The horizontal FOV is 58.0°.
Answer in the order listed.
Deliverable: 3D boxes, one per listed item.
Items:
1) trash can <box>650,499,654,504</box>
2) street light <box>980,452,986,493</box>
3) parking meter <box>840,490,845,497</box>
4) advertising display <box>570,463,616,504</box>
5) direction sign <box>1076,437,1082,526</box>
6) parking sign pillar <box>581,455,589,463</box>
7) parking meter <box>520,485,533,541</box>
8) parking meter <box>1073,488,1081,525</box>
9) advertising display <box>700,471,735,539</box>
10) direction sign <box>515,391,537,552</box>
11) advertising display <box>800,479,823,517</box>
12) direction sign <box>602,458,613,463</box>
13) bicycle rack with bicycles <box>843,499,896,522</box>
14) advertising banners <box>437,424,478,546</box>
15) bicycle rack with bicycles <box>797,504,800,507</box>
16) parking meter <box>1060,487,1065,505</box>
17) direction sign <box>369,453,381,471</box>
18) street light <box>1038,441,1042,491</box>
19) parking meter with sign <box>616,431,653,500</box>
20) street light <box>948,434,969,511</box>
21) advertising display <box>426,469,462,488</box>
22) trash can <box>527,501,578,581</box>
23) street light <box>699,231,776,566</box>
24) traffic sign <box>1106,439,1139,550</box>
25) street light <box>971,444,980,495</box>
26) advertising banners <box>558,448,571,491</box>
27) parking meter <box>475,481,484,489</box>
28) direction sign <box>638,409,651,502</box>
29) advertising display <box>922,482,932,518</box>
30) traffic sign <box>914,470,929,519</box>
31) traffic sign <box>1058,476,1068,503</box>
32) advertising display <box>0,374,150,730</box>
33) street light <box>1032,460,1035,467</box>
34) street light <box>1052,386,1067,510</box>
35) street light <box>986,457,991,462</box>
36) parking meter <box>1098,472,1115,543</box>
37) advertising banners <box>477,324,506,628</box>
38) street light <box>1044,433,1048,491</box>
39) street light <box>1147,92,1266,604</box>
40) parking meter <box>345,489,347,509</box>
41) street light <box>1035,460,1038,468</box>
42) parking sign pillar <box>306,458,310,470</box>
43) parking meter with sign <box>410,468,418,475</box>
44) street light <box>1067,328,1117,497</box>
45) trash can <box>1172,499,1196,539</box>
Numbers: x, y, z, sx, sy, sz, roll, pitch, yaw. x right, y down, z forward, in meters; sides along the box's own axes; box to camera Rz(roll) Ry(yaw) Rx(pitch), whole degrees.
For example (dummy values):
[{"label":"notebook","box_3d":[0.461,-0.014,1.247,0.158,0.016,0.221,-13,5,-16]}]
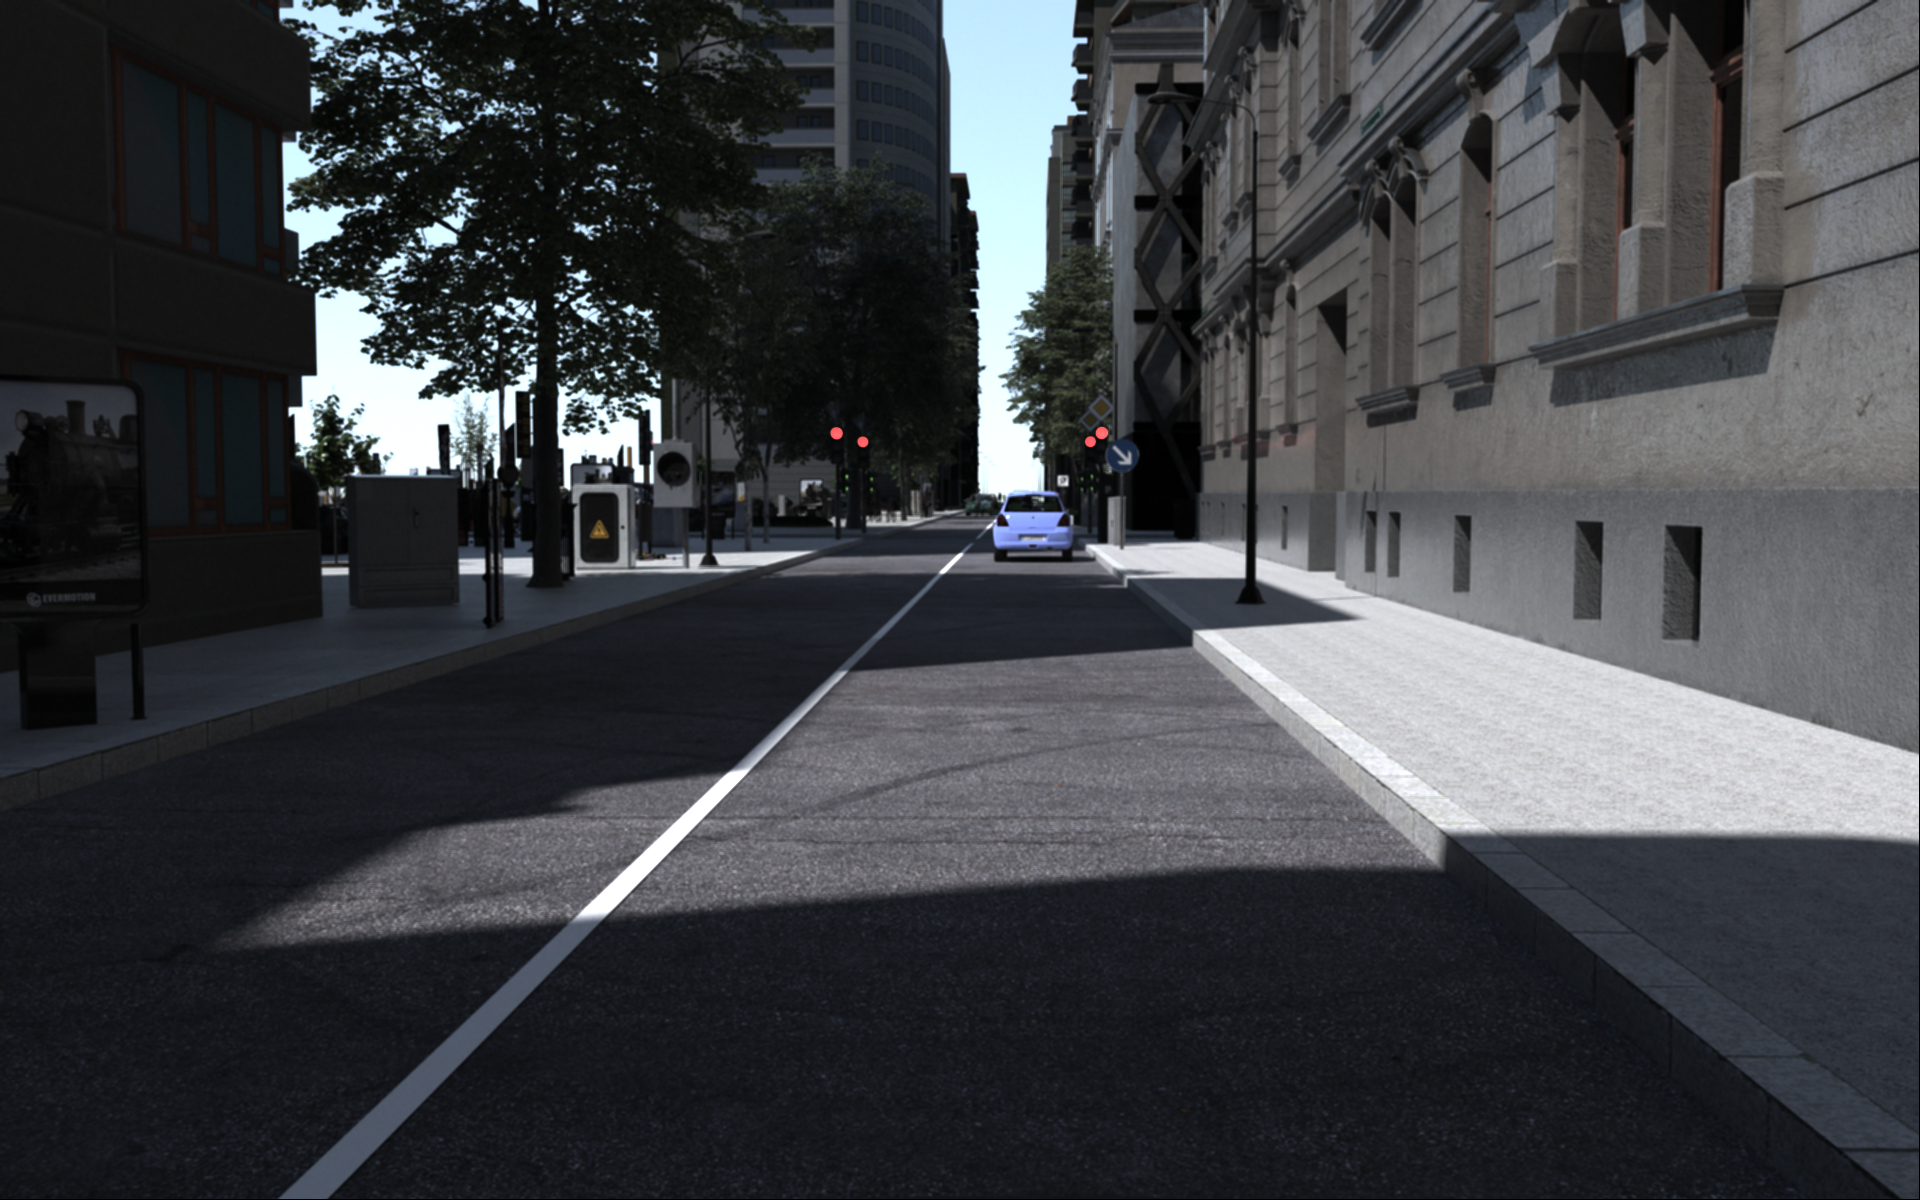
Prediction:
[{"label":"trash can","box_3d":[-8.629,-2.322,49.615,0.748,1.137,0.748,0,3,0]},{"label":"street light","box_3d":[1.848,-13.340,190.649,1.470,5.913,1.316,0,4,2]},{"label":"parking meter","box_3d":[-6.331,-5.153,92.667,0.372,1.533,0.369,0,3,0]},{"label":"advertising display","box_3d":[-7.611,-1.881,35.971,0.974,1.923,0.123,1,4,14]},{"label":"direction sign","box_3d":[4.858,-4.729,69.311,0.379,3.537,0.876,0,4,5]},{"label":"parking sign pillar","box_3d":[-25.258,-7.973,118.824,1.447,3.967,1.447,-2,4,-29]},{"label":"parking meter","box_3d":[-11.829,-2.381,47.345,0.372,1.533,0.369,0,3,0]},{"label":"parking meter","box_3d":[4.824,-3.829,71.016,0.372,1.533,0.369,0,3,0]},{"label":"advertising display","box_3d":[-6.874,-2.688,49.168,0.974,1.923,0.123,-1,4,-15]},{"label":"direction sign","box_3d":[-9.405,-2.832,38.302,0.876,3.537,0.379,-3,5,-43]},{"label":"advertising display","box_3d":[-6.165,-4.080,71.922,0.974,1.923,0.123,0,4,1]},{"label":"direction sign","box_3d":[-21.911,-7.081,107.775,0.876,3.537,0.379,2,4,29]},{"label":"bicycle rack with bicycles","box_3d":[-4.241,-4.024,79.180,2.852,0.926,2.925,-1,4,-11]},{"label":"advertising banners","box_3d":[-12.296,-2.849,42.763,2.074,3.025,0.090,3,5,41]},{"label":"bicycle rack with bicycles","box_3d":[-9.255,-6.150,113.936,2.852,0.926,2.925,3,5,42]},{"label":"parking meter","box_3d":[6.782,-6.601,113.629,0.399,1.863,0.255,-2,4,-31]},{"label":"direction sign","box_3d":[-32.339,-6.310,95.165,0.876,3.537,0.379,-2,4,-24]},{"label":"street light","box_3d":[6.845,-9.696,131.075,1.470,5.913,1.316,0,4,2]},{"label":"parking meter with sign","box_3d":[-9.408,-3.163,47.971,1.738,3.016,0.543,1,4,11]},{"label":"street light","box_3d":[-0.225,-9.837,133.378,1.470,5.913,1.316,0,4,2]},{"label":"advertising display","box_3d":[-13.218,-2.399,44.444,0.123,1.923,0.974,3,5,41]},{"label":"trash can","box_3d":[-6.031,-0.858,25.687,0.748,1.137,0.748,0,3,0]},{"label":"street light","box_3d":[-3.951,-3.564,30.810,1.470,5.913,1.316,0,4,2]},{"label":"traffic sign","box_3d":[3.747,-2.440,40.001,0.768,2.556,0.104,1,4,8]},{"label":"street light","box_3d":[0.862,-11.573,161.751,1.470,5.913,1.316,0,4,2]},{"label":"advertising banners","box_3d":[-14.666,-4.285,66.250,2.074,3.025,0.090,-3,4,-37]},{"label":"parking meter","box_3d":[-21.574,-4.416,77.911,0.399,1.863,0.255,1,4,17]},{"label":"direction sign","box_3d":[-8.478,-3.340,46.605,0.379,3.537,0.876,-2,4,-29]},{"label":"advertising display","box_3d":[-1.822,-5.431,94.012,0.123,1.923,0.974,2,4,29]},{"label":"traffic sign","box_3d":[-2.028,-5.548,90.815,0.768,2.556,0.104,0,4,5]},{"label":"traffic sign","box_3d":[5.685,-5.710,95.490,0.606,2.300,0.079,0,4,8]},{"label":"advertising display","box_3d":[-4.975,-0.263,9.510,0.123,1.923,0.974,3,5,43]},{"label":"street light","box_3d":[9.592,-14.408,208.117,1.470,5.913,1.316,0,4,2]},{"label":"street light","box_3d":[4.782,-6.217,74.197,1.470,5.913,1.316,0,4,2]},{"label":"street light","box_3d":[2.758,-14.927,216.598,1.470,5.913,1.316,0,4,2]},{"label":"parking meter","box_3d":[3.860,-2.448,45.742,0.399,1.863,0.255,-2,4,-24]},{"label":"advertising banners","box_3d":[-4.654,-1.296,17.372,0.090,3.025,2.074,-1,4,-9]},{"label":"street light","box_3d":[5.768,-7.973,102.892,1.470,5.913,1.316,0,4,2]},{"label":"street light","box_3d":[2.869,-2.914,20.178,1.470,5.913,1.316,0,4,2]},{"label":"parking meter","box_3d":[-47.103,-7.801,133.250,0.255,1.863,0.399,3,5,44]},{"label":"street light","box_3d":[7.540,-10.962,151.776,1.470,5.913,1.316,0,4,2]},{"label":"parking sign pillar","box_3d":[-43.800,-7.865,117.062,1.447,3.967,1.447,0,4,-8]},{"label":"parking meter with sign","box_3d":[-36.362,-7.366,116.696,0.543,3.016,1.738,1,4,11]},{"label":"street light","box_3d":[3.825,-4.647,48.519,1.470,5.913,1.316,0,4,2]},{"label":"trash can","box_3d":[6.384,-2.294,49.165,0.748,1.137,0.748,0,3,0]}]
